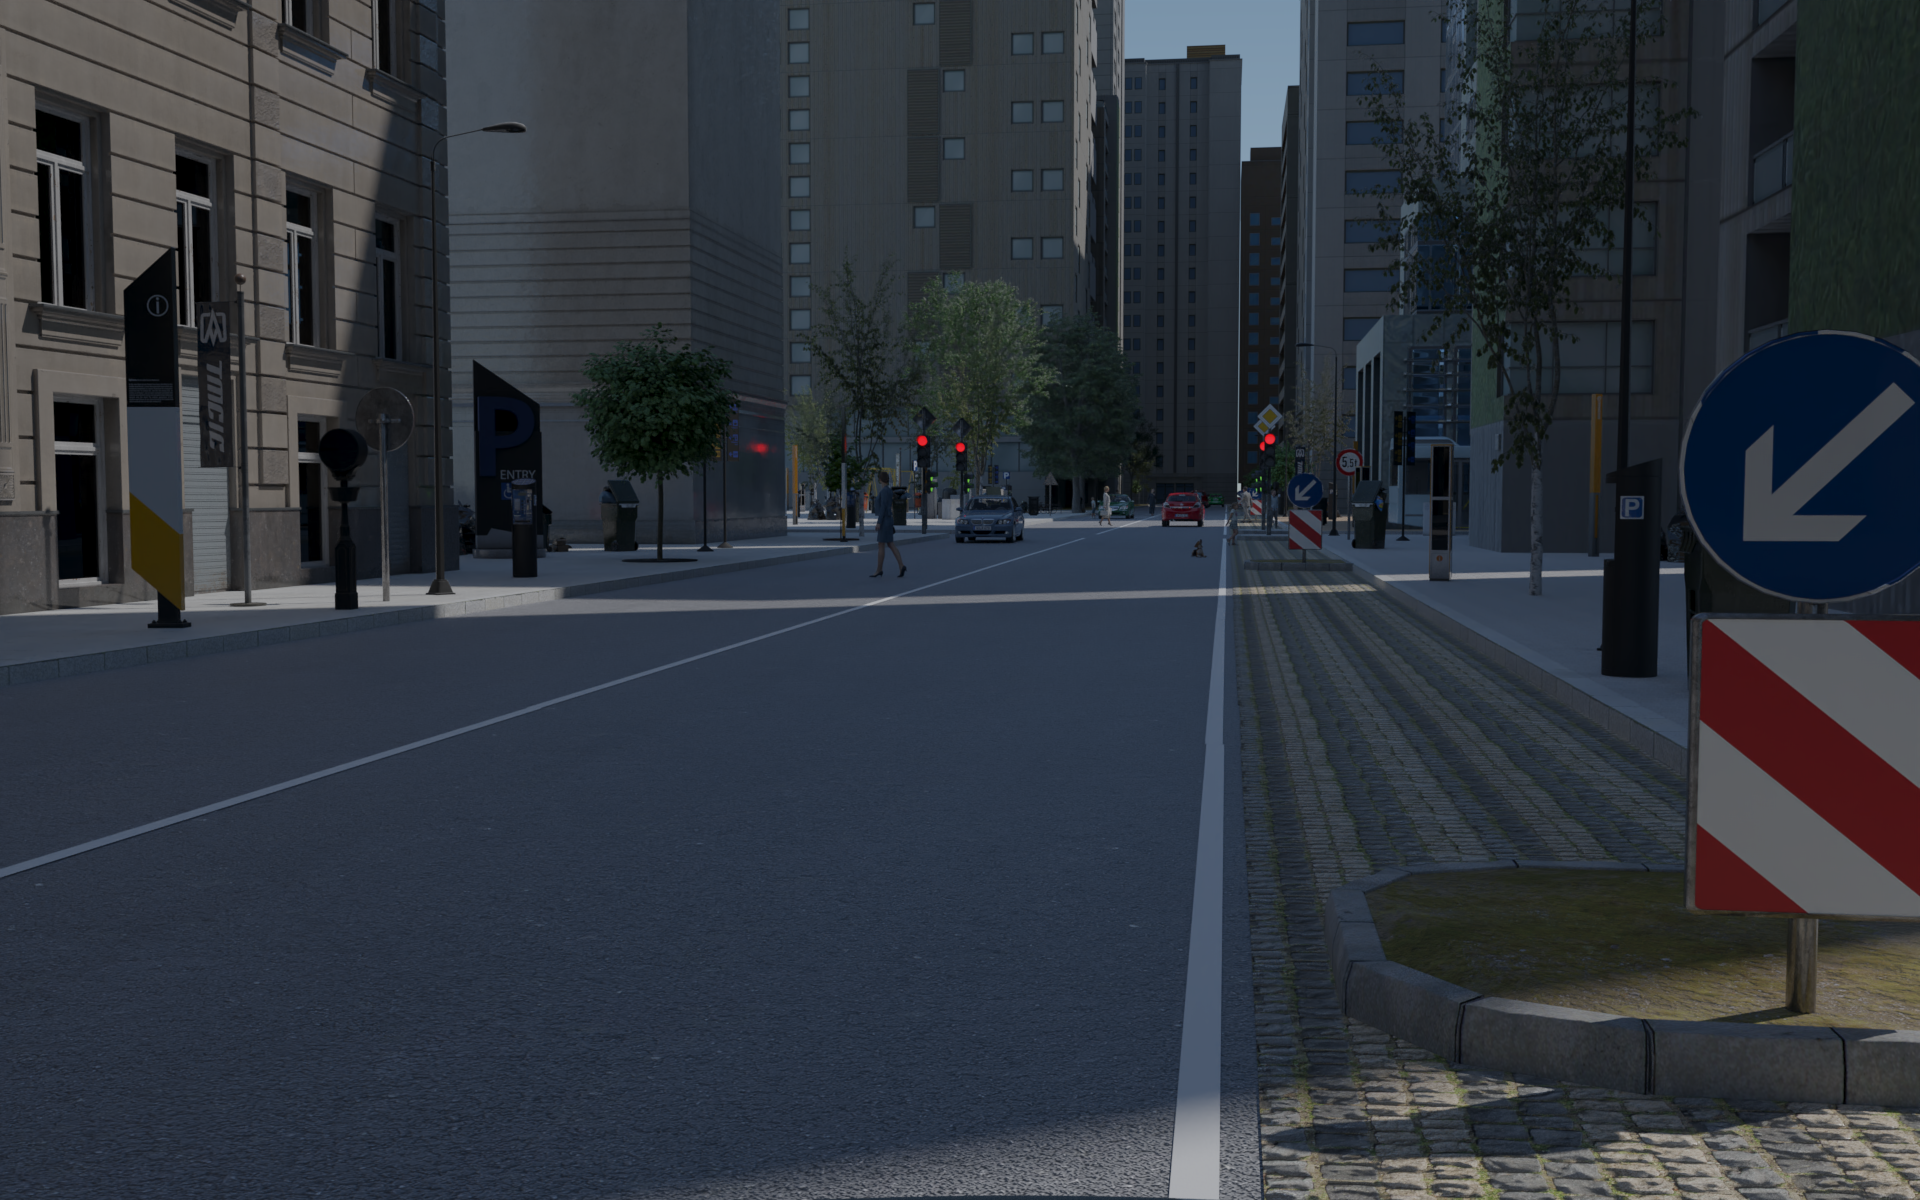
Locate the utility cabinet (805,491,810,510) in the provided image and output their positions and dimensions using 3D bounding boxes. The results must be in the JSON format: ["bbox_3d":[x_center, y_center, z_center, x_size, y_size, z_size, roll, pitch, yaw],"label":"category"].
[{"bbox_3d":[-12.057,-7.812,136.405,0.318,1.500,1.173,-1,4,-12],"label":"utility cabinet"}]

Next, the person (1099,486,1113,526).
[{"bbox_3d":[6.584,-4.246,78.279,0.624,1.780,0.694,1,4,19],"label":"person"}]

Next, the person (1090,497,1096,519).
[{"bbox_3d":[7.763,-5.370,100.980,0.332,1.250,0.352,-2,4,-27],"label":"person"}]

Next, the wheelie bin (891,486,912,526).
[{"bbox_3d":[-2.452,-3.833,70.577,0.980,1.594,0.693,0,4,-5],"label":"wheelie bin"}]

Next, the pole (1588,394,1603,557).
[{"bbox_3d":[12.977,-2.540,35.372,0.158,3.312,0.155,0,3,0],"label":"pole"}]

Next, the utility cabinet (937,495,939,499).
[{"bbox_3d":[-2.145,-7.556,134.704,1.020,1.237,0.306,0,4,5],"label":"utility cabinet"}]

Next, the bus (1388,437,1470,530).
[{"bbox_3d":[20.696,-3.718,55.650,13.247,3.499,2.948,0,4,7],"label":"bus"}]

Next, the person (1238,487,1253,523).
[{"bbox_3d":[14.001,-4.649,84.791,0.678,1.792,0.850,-3,5,-40],"label":"person"}]

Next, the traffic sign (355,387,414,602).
[{"bbox_3d":[-6.861,-1.256,20.634,0.768,2.556,0.104,1,4,12],"label":"traffic sign"}]

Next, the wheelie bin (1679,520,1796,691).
[{"bbox_3d":[4.935,-0.187,10.971,0.693,1.594,0.980,1,4,12],"label":"wheelie bin"}]

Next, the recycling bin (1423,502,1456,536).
[{"bbox_3d":[14.770,-2.496,53.356,0.722,1.027,0.722,-2,4,-35],"label":"recycling bin"}]

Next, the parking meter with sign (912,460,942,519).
[{"bbox_3d":[-1.565,-5.693,89.347,1.738,3.016,0.543,1,4,19],"label":"parking meter with sign"}]

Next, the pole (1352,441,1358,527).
[{"bbox_3d":[15.242,-4.464,66.832,0.158,3.312,0.155,0,3,0],"label":"pole"}]

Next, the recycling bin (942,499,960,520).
[{"bbox_3d":[-0.415,-4.544,86.848,0.722,1.027,0.722,-3,4,-36],"label":"recycling bin"}]

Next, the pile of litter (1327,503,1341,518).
[{"bbox_3d":[20.083,-4.939,94.720,1.719,0.858,1.176,0,4,8],"label":"pile of litter"}]

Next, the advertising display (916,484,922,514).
[{"bbox_3d":[-2.517,-6.688,114.558,0.123,1.923,0.974,3,5,45],"label":"advertising display"}]

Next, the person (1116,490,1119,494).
[{"bbox_3d":[12.457,-7.802,136.402,0.599,1.781,0.374,0,4,8],"label":"person"}]

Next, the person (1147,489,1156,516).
[{"bbox_3d":[12.642,-6.434,114.125,0.576,1.772,0.534,-1,4,-18],"label":"person"}]

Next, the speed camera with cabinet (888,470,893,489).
[{"bbox_3d":[-5.028,-8.861,139.205,0.660,3.252,2.038,-3,5,-44],"label":"speed camera with cabinet"}]

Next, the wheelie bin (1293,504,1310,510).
[{"bbox_3d":[14.589,-4.033,73.851,0.693,1.594,0.980,-1,4,-10],"label":"wheelie bin"}]

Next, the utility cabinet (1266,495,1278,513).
[{"bbox_3d":[21.312,-6.541,118.106,0.306,1.237,1.020,-2,4,-25],"label":"utility cabinet"}]

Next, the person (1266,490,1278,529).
[{"bbox_3d":[12.297,-3.528,67.990,0.589,1.601,0.330,-1,4,-22],"label":"person"}]

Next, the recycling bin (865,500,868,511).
[{"bbox_3d":[-7.281,-7.118,128.930,0.722,1.027,0.722,-2,4,-29],"label":"recycling bin"}]

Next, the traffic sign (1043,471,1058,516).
[{"bbox_3d":[5.192,-6.093,99.617,0.884,2.594,0.081,1,4,13],"label":"traffic sign"}]

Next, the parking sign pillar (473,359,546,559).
[{"bbox_3d":[-9.091,-2.837,34.853,1.447,3.967,1.447,-1,4,-20],"label":"parking sign pillar"}]

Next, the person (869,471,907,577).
[{"bbox_3d":[-1.246,-1.298,29.738,0.654,1.822,0.581,2,4,30],"label":"person"}]

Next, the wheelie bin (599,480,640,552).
[{"bbox_3d":[-7.669,-1.891,38.825,0.693,1.594,0.980,3,4,36],"label":"wheelie bin"}]

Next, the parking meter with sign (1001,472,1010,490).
[{"bbox_3d":[3.502,-8.601,136.879,0.543,3.016,1.738,1,4,13],"label":"parking meter with sign"}]

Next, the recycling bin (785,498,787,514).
[{"bbox_3d":[-11.581,-6.043,111.349,0.722,1.027,0.722,1,4,13],"label":"recycling bin"}]

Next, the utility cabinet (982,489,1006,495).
[{"bbox_3d":[1.440,-4.460,81.599,1.173,1.500,0.318,2,4,25],"label":"utility cabinet"}]

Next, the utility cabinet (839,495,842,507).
[{"bbox_3d":[-8.406,-6.815,122.581,0.306,1.237,1.020,0,4,-5],"label":"utility cabinet"}]

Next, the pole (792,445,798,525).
[{"bbox_3d":[-6.882,-4.797,72.269,0.158,3.312,0.155,0,3,0],"label":"pole"}]

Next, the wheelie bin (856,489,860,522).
[{"bbox_3d":[-4.728,-4.306,78.318,0.693,1.594,0.980,2,4,33],"label":"wheelie bin"}]

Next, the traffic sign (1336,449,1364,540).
[{"bbox_3d":[10.915,-2.963,48.554,0.768,2.556,0.104,1,4,18],"label":"traffic sign"}]

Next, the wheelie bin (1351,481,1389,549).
[{"bbox_3d":[9.619,-2.005,40.685,0.693,1.594,0.980,-3,5,-40],"label":"wheelie bin"}]

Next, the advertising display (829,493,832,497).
[{"bbox_3d":[-9.232,-7.216,123.190,0.123,1.923,0.974,-1,4,-8],"label":"advertising display"}]

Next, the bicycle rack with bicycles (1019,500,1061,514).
[{"bbox_3d":[5.127,-6.008,111.610,2.925,0.926,2.852,-1,4,-22],"label":"bicycle rack with bicycles"}]

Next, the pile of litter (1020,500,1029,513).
[{"bbox_3d":[4.628,-6.354,117.845,1.176,0.858,1.719,2,4,33],"label":"pile of litter"}]

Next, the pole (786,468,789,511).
[{"bbox_3d":[-13.434,-8.622,134.820,0.158,3.312,0.155,0,3,0],"label":"pole"}]

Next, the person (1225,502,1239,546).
[{"bbox_3d":[7.588,-2.125,48.259,0.382,1.210,0.505,1,4,14],"label":"person"}]

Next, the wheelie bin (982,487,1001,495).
[{"bbox_3d":[1.404,-4.102,74.974,0.980,1.594,0.693,-1,4,-9],"label":"wheelie bin"}]

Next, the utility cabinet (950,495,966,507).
[{"bbox_3d":[-0.123,-6.349,114.972,1.020,1.237,0.306,0,4,8],"label":"utility cabinet"}]

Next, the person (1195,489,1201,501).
[{"bbox_3d":[18.127,-7.541,131.813,0.660,1.820,0.620,3,4,38],"label":"person"}]
